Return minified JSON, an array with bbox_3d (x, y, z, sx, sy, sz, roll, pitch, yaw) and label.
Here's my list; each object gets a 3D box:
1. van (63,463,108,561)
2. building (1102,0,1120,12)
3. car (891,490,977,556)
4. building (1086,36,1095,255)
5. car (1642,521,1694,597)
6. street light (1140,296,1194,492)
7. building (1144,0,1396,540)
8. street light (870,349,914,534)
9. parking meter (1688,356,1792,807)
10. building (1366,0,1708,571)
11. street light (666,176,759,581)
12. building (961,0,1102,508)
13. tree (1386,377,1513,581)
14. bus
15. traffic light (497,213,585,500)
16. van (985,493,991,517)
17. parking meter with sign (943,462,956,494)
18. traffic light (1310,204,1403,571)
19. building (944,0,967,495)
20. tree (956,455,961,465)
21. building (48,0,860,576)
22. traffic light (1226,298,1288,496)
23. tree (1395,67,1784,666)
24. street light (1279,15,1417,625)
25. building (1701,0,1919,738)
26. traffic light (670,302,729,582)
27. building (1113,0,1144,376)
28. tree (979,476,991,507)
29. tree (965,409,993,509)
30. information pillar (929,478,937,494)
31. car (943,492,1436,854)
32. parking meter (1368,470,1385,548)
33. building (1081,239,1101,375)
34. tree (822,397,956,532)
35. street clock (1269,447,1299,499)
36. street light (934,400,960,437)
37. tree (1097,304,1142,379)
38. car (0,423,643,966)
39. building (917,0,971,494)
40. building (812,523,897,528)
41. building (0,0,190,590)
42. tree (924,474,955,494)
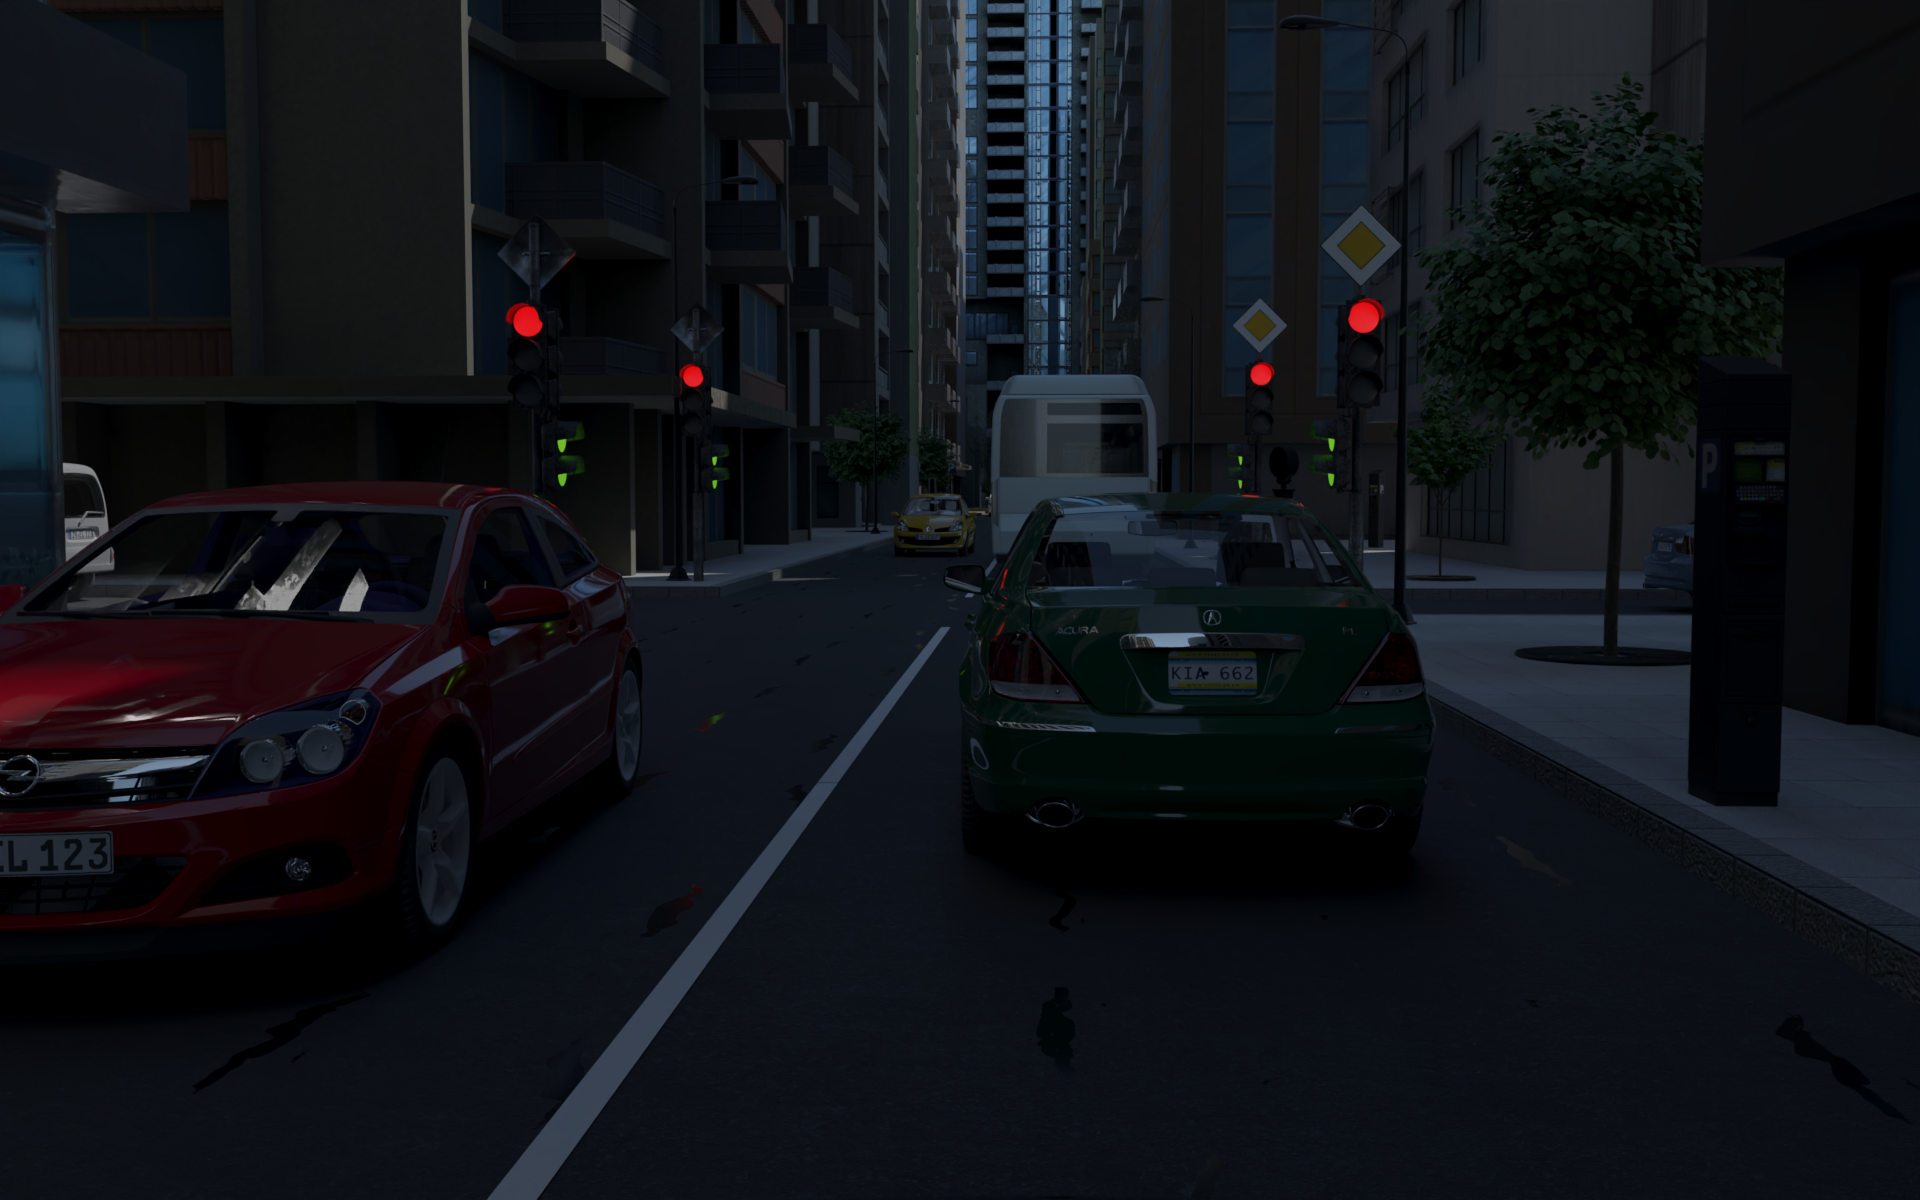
[{"bbox_3d":[-13.537,-0.977,22.983,4.112,2.044,2.013,0,4,5],"label":"van"},{"bbox_3d":[15.915,-26.063,109.719,14.154,41.232,14.086,0,4,3],"label":"building"},{"bbox_3d":[-0.574,-1.889,41.102,2.015,1.641,3.980,0,4,4],"label":"car"},{"bbox_3d":[19.209,-31.628,167.224,14.600,45.320,14.200,0,4,3],"label":"building"},{"bbox_3d":[10.747,-0.555,21.072,4.499,1.417,2.014,0,4,4],"label":"car"},{"bbox_3d":[4.918,-4.175,40.805,1.470,5.913,1.316,0,4,3],"label":"street light"},{"bbox_3d":[13.039,-24.682,53.668,14.600,45.320,14.200,0,4,3],"label":"building"},{"bbox_3d":[-2.183,-5.078,55.563,1.470,5.913,1.316,0,4,3],"label":"street light"},{"bbox_3d":[3.235,-0.091,7.195,0.255,1.863,0.399,0,4,2],"label":"parking meter"},{"bbox_3d":[15.643,-21.227,30.648,14.086,41.232,14.154,0,4,3],"label":"building"},{"bbox_3d":[-3.632,-3.237,25.460,1.470,5.913,1.316,0,4,3],"label":"street light"},{"bbox_3d":[8.262,-53.825,192.715,31.000,86.520,22.319,0,4,3],"label":"building"},{"bbox_3d":[7.128,-1.918,25.962,1.663,3.219,1.824,0,3,0],"label":"tree"},{"bbox_3d":[2.150,-2.354,33.350,2.948,3.499,13.247,0,4,3],"label":"bus"},{"bbox_3d":[-4.223,-1.740,17.365,0.839,4.253,0.868,0,4,3],"label":"traffic light"},{"bbox_3d":[2.636,-6.302,110.044,2.013,2.044,4.112,0,4,2],"label":"van"},{"bbox_3d":[-0.724,-6.101,96.010,0.543,3.016,1.738,-1,4,-15],"label":"parking meter with sign"},{"bbox_3d":[3.878,-1.716,16.976,0.839,4.253,0.868,0,4,3],"label":"traffic light"},{"bbox_3d":[-6.788,-29.890,138.805,14.600,45.320,14.200,0,4,3],"label":"building"},{"bbox_3d":[-1.676,-5.978,81.450,4.285,4.588,4.351,0,3,0],"label":"tree"},{"bbox_3d":[-14.124,-23.493,38.742,22.147,44.769,28.867,0,4,3],"label":"building"},{"bbox_3d":[4.278,-2.204,24.951,0.839,4.253,0.868,0,4,3],"label":"traffic light"},{"bbox_3d":[5.114,-1.814,13.372,4.285,4.588,4.351,0,3,0],"label":"tree"},{"bbox_3d":[3.800,-2.717,16.967,1.470,5.913,1.316,0,4,3],"label":"street light"},{"bbox_3d":[11.184,-21.536,2.228,14.600,45.320,14.200,0,4,3],"label":"building"},{"bbox_3d":[-3.823,-2.227,25.340,0.839,4.253,0.868,0,4,3],"label":"traffic light"},{"bbox_3d":[18.898,-28.377,83.571,23.786,49.044,30.456,0,4,3],"label":"building"},{"bbox_3d":[3.218,-10.950,173.638,1.663,3.219,1.824,0,3,0],"label":"tree"},{"bbox_3d":[2.067,-12.286,151.235,4.360,8.622,3.978,0,3,0],"label":"tree"},{"bbox_3d":[-1.227,-4.519,78.385,0.304,2.012,0.304,1,4,11],"label":"information pillar"},{"bbox_3d":[0.956,0.211,8.346,2.131,1.459,4.920,0,4,2],"label":"car"},{"bbox_3d":[9.950,-2.183,41.402,0.255,1.863,0.399,3,4,37],"label":"parking meter"},{"bbox_3d":[23.281,-17.523,131.533,27.650,21.520,28.899,0,4,3],"label":"building"},{"bbox_3d":[-3.214,-4.593,58.817,4.285,4.588,4.351,0,3,0],"label":"tree"},{"bbox_3d":[4.940,-1.339,26.460,0.358,2.002,0.471,-2,4,-25],"label":"street clock"},{"bbox_3d":[-0.723,-6.902,85.390,1.470,5.913,1.316,0,4,3],"label":"street light"},{"bbox_3d":[7.176,-7.084,66.184,4.360,8.622,3.978,0,3,0],"label":"tree"},{"bbox_3d":[-2.474,0.140,6.758,2.155,1.783,4.494,0,4,1],"label":"car"},{"bbox_3d":[-11.477,-30.351,115.851,23.786,49.044,30.456,0,4,3],"label":"building"},{"bbox_3d":[-9.143,-23.515,68.059,14.154,41.232,14.086,0,4,3],"label":"building"},{"bbox_3d":[-20.683,-23.521,4.174,30.456,49.044,23.786,0,4,3],"label":"building"},{"bbox_3d":[-1.113,-5.839,90.072,1.663,3.219,1.824,0,3,0],"label":"tree"}]
